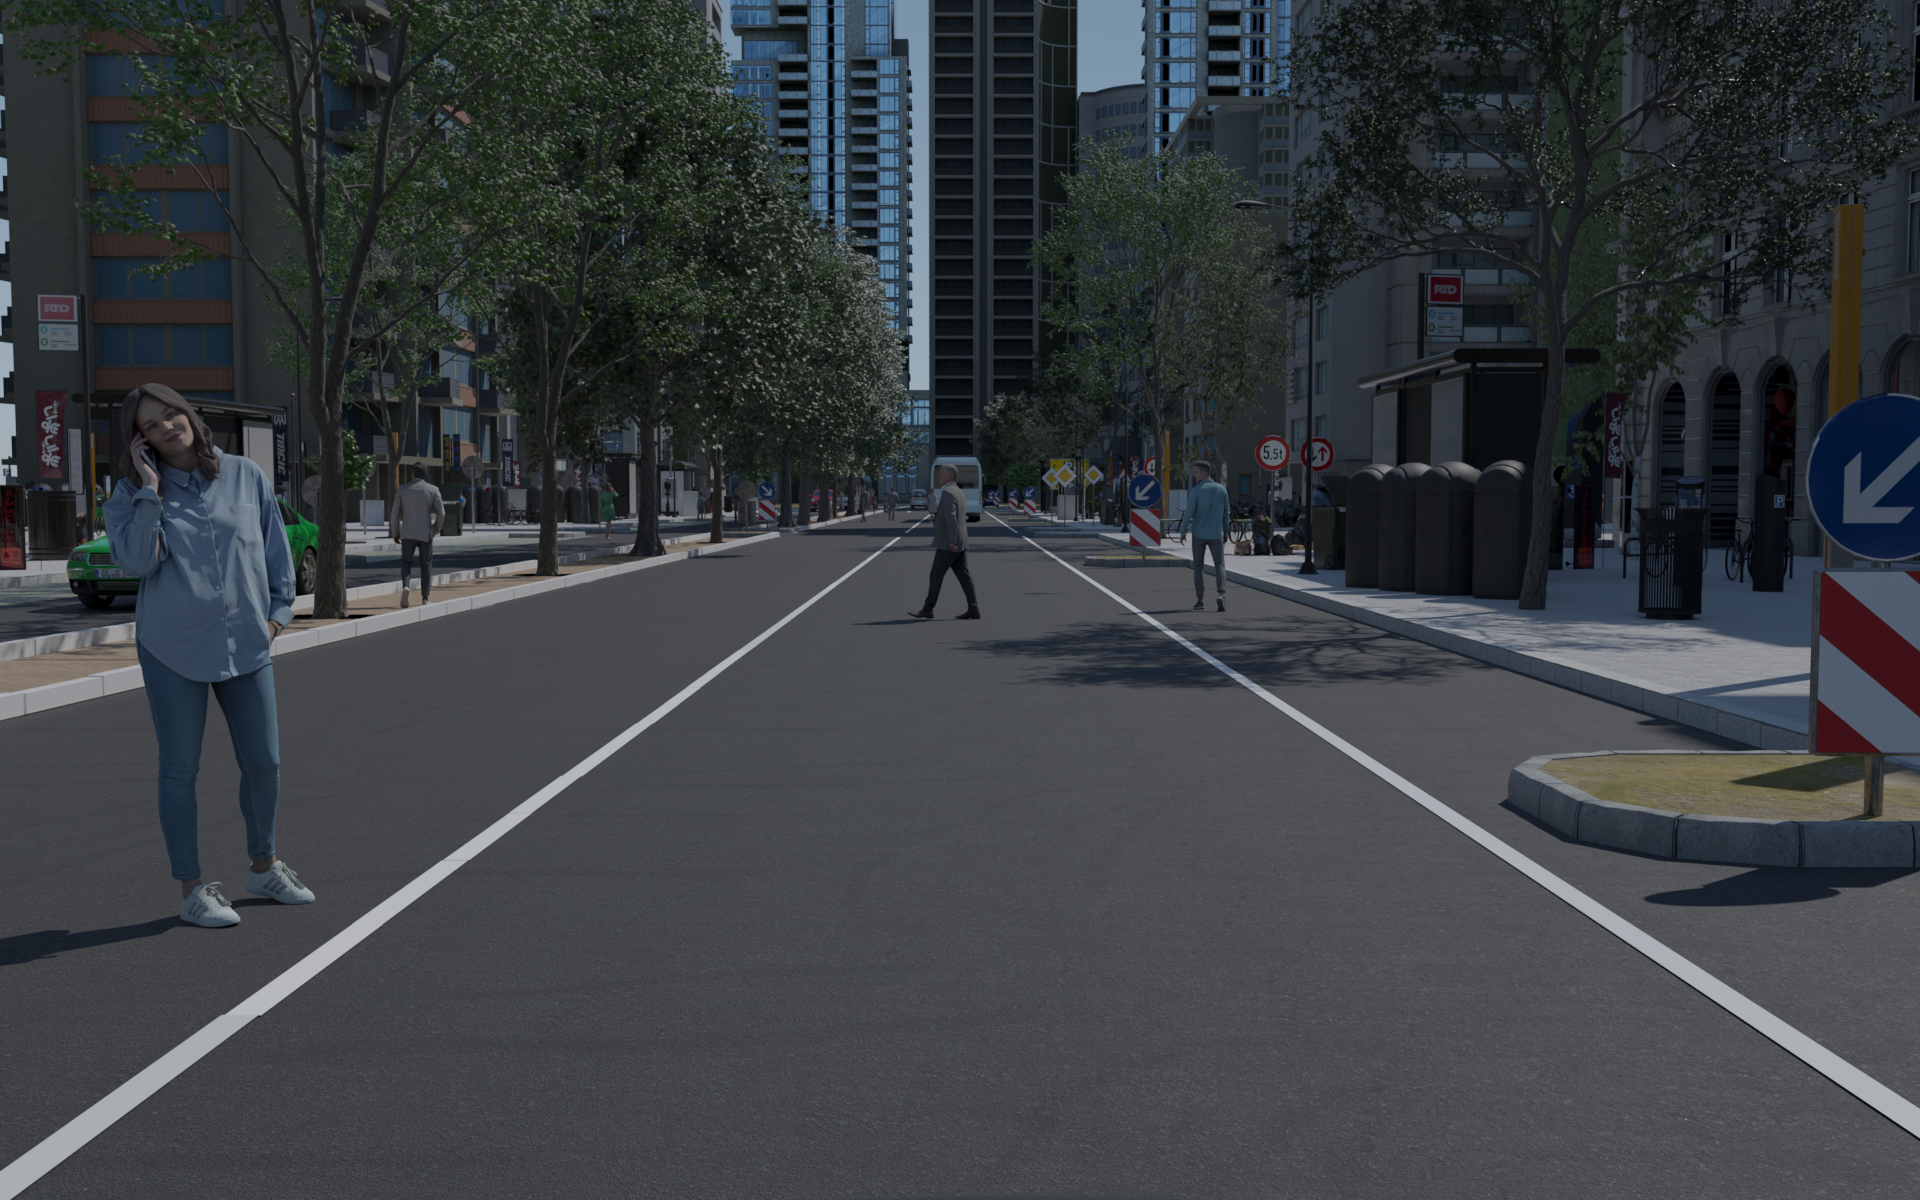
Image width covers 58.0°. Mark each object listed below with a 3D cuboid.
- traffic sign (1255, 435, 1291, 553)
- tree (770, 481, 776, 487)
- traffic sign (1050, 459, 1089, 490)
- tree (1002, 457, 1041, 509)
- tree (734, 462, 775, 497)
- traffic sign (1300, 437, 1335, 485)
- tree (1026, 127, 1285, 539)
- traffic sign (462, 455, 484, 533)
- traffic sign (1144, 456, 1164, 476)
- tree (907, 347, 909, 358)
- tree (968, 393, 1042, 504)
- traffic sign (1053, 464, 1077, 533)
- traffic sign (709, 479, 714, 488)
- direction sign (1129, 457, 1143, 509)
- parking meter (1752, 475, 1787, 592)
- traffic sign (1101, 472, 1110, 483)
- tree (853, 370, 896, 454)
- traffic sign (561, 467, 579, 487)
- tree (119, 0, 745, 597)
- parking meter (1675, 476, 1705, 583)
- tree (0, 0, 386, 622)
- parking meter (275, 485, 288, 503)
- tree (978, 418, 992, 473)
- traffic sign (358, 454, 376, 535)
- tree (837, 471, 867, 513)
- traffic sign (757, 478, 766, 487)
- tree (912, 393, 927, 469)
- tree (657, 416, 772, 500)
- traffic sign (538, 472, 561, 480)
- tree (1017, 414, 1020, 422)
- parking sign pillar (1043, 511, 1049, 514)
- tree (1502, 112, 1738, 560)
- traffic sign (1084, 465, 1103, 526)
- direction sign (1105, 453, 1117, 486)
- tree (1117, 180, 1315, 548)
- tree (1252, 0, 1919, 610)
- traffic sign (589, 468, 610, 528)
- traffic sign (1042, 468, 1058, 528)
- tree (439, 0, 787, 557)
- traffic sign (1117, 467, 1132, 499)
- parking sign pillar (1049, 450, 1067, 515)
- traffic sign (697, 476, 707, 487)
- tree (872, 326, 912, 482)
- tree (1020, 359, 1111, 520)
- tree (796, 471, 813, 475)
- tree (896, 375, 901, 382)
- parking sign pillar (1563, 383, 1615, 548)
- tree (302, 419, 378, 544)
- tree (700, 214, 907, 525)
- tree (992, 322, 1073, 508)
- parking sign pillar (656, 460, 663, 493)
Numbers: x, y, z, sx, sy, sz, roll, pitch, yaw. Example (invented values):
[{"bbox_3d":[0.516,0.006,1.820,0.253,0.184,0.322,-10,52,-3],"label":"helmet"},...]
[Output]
[{"bbox_3d":[6.787,-2.294,37.611,0.768,2.556,0.104,1,4,9],"label":"traffic sign"},{"bbox_3d":[-16.996,-9.526,150.349,1.663,3.219,1.824,0,3,0],"label":"tree"},{"bbox_3d":[6.278,-6.452,99.361,2.265,3.308,0.079,0,4,5],"label":"traffic sign"},{"bbox_3d":[5.621,-10.275,151.715,4.285,4.588,4.351,0,3,0],"label":"tree"},{"bbox_3d":[-16.723,-9.632,141.199,4.285,4.588,4.351,0,3,0],"label":"tree"},{"bbox_3d":[8.007,-2.372,38.881,0.768,2.556,0.104,0,4,6],"label":"traffic sign"},{"bbox_3d":[5.631,-7.570,49.527,9.928,11.665,9.643,0,3,0],"label":"tree"},{"bbox_3d":[-16.022,-3.479,56.982,0.768,2.556,0.104,0,4,6],"label":"traffic sign"},{"bbox_3d":[6.572,-3.560,58.318,0.768,2.556,0.104,0,4,7],"label":"traffic sign"},{"bbox_3d":[-7.063,-11.018,89.260,9.857,13.997,8.962,0,3,0],"label":"tree"},{"bbox_3d":[6.105,-18.739,213.044,9.857,13.997,8.962,0,3,0],"label":"tree"},{"bbox_3d":[3.476,-3.293,57.479,0.795,2.450,0.064,0,3,0],"label":"traffic sign"},{"bbox_3d":[-16.720,-7.058,117.524,0.606,2.300,0.079,0,4,3],"label":"traffic sign"},{"bbox_3d":[10.687,-6.936,105.404,0.876,3.537,0.379,-1,4,-11],"label":"direction sign"},{"bbox_3d":[10.644,-0.878,22.773,0.372,1.533,0.369,0,3,0],"label":"parking meter"},{"bbox_3d":[8.222,-6.057,99.135,0.768,2.556,0.104,0,4,0],"label":"traffic sign"},{"bbox_3d":[-6.924,-7.422,49.560,9.928,11.665,9.643,0,3,0],"label":"tree"},{"bbox_3d":[-18.544,-5.037,82.356,0.884,2.594,0.081,0,4,0],"label":"traffic sign"},{"bbox_3d":[-7.057,-6.203,29.635,9.928,11.665,9.643,0,3,0],"label":"tree"},{"bbox_3d":[10.167,-0.962,24.148,0.372,1.533,0.369,0,3,0],"label":"parking meter"},{"bbox_3d":[-7.115,-5.577,19.401,9.928,11.665,9.643,0,3,0],"label":"tree"},{"bbox_3d":[-19.581,-2.542,49.968,0.372,1.533,0.369,0,3,0],"label":"parking meter"},{"bbox_3d":[6.461,-12.051,131.446,8.767,10.594,7.601,1,4,20],"label":"tree"},{"bbox_3d":[-18.750,-3.327,54.502,0.768,2.556,0.104,0,4,8],"label":"traffic sign"},{"bbox_3d":[-7.338,-10.398,122.826,4.360,8.622,3.978,0,3,0],"label":"tree"},{"bbox_3d":[-15.921,-8.479,138.743,0.768,2.556,0.104,0,4,2],"label":"traffic sign"},{"bbox_3d":[-6.914,-11.623,109.498,9.611,12.733,9.660,0,3,0],"label":"tree"},{"bbox_3d":[-16.035,-10.821,111.333,7.601,10.594,8.767,1,4,9],"label":"tree"},{"bbox_3d":[-13.618,-3.293,57.485,0.795,2.450,0.064,0,3,0],"label":"traffic sign"},{"bbox_3d":[5.773,-9.278,102.052,4.360,8.622,3.978,0,3,0],"label":"tree"},{"bbox_3d":[6.231,-7.720,114.691,1.447,3.967,1.447,0,4,-6],"label":"parking sign pillar"},{"bbox_3d":[12.995,-5.086,33.521,4.737,8.622,4.395,0,3,0],"label":"tree"},{"bbox_3d":[5.280,-4.118,68.522,0.795,2.450,0.064,0,4,4],"label":"traffic sign"},{"bbox_3d":[8.448,-6.410,96.795,0.876,3.537,0.379,-3,4,-38],"label":"direction sign"},{"bbox_3d":[6.362,-5.577,41.548,4.360,8.622,3.978,0,3,0],"label":"tree"},{"bbox_3d":[6.661,-5.161,18.791,7.601,10.594,8.767,2,4,31],"label":"tree"},{"bbox_3d":[-13.625,-3.782,65.470,0.795,2.450,0.064,0,3,0],"label":"traffic sign"},{"bbox_3d":[3.470,-3.781,65.464,0.795,2.450,0.064,0,3,0],"label":"traffic sign"},{"bbox_3d":[-7.178,-7.352,39.676,9.611,12.733,9.660,0,3,0],"label":"tree"},{"bbox_3d":[7.751,-5.012,81.947,0.884,2.594,0.081,0,4,1],"label":"traffic sign"},{"bbox_3d":[6.588,-7.235,106.768,1.447,3.967,1.447,2,4,29],"label":"parking sign pillar"},{"bbox_3d":[-17.822,-7.326,119.887,0.768,2.556,0.104,1,4,8],"label":"traffic sign"},{"bbox_3d":[-6.992,-9.172,69.425,9.611,12.733,9.660,0,3,0],"label":"tree"},{"bbox_3d":[5.905,-8.218,84.724,4.360,8.622,3.978,0,3,0],"label":"tree"},{"bbox_3d":[-16.213,-15.184,182.664,8.767,10.594,7.601,1,4,9],"label":"tree"},{"bbox_3d":[-7.168,-10.487,99.680,9.928,11.665,9.643,0,3,0],"label":"tree"},{"bbox_3d":[15.040,-3.256,41.708,1.447,3.967,1.447,3,5,41],"label":"parking sign pillar"},{"bbox_3d":[-15.820,-3.070,44.793,1.663,3.219,1.824,0,3,0],"label":"tree"},{"bbox_3d":[-7.201,-10.410,79.322,9.857,13.997,8.962,0,3,0],"label":"tree"},{"bbox_3d":[6.174,-8.550,74.209,8.767,10.594,7.601,0,4,-4],"label":"tree"},{"bbox_3d":[-22.896,-8.738,131.332,1.447,3.967,1.447,1,4,19],"label":"parking sign pillar"}]
